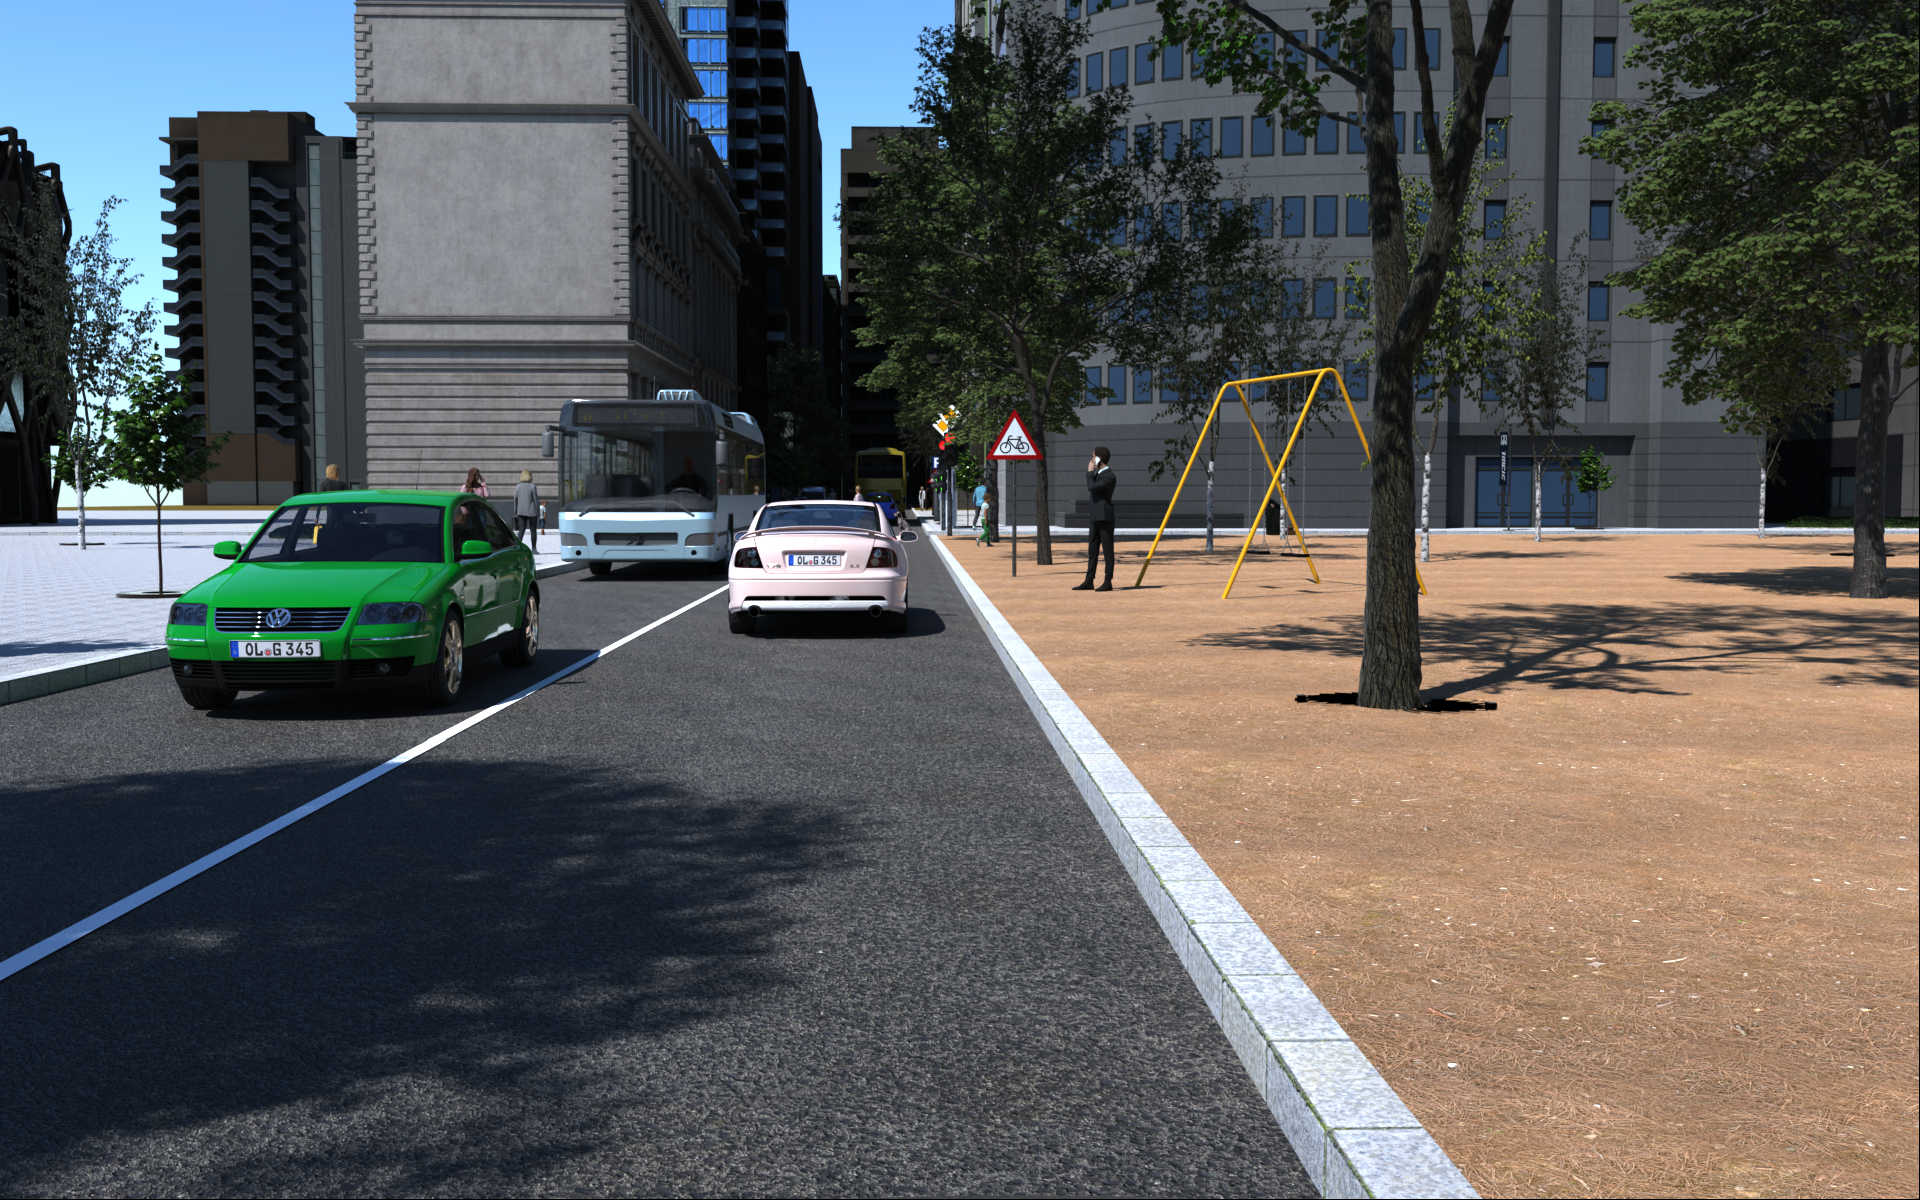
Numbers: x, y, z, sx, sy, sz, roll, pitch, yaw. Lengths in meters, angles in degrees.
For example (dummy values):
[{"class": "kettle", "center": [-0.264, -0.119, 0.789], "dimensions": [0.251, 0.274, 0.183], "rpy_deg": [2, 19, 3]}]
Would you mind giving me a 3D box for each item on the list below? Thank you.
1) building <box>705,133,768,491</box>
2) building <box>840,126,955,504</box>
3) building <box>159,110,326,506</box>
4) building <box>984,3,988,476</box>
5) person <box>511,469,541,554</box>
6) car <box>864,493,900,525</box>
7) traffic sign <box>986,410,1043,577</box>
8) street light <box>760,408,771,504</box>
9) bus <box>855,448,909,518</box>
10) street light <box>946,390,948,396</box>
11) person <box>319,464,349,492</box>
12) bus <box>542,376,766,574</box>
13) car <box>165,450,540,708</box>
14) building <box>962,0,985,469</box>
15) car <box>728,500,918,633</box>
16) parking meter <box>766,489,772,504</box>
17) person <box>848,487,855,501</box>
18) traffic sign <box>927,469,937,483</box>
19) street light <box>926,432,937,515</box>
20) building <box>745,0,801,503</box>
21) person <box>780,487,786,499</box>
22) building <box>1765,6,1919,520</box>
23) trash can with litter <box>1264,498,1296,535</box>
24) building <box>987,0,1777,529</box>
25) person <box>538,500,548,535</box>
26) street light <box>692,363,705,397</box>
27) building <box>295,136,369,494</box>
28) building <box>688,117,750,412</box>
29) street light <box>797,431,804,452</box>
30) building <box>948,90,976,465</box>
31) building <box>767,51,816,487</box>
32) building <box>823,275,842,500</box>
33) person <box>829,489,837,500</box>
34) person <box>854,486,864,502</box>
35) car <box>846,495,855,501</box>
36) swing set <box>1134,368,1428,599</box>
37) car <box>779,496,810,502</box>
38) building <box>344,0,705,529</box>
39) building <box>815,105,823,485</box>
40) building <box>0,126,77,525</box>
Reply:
[{"class": "building", "center": [-19.546, -17.428, 114.621], "dimensions": [12.332, 23.373, 15.834], "rpy_deg": [0, 4, -2]}, {"class": "building", "center": [-4.992, -37.189, 231.740], "dimensions": [21.600, 48.544, 21.300], "rpy_deg": [0, 4, -2]}, {"class": "building", "center": [-81.411, -33.573, 199.034], "dimensions": [14.200, 45.320, 14.600], "rpy_deg": [0, 4, -2]}, {"class": "building", "center": [8.256, -25.064, 93.396], "dimensions": [14.154, 41.232, 14.086], "rpy_deg": [0, 4, -2]}, {"class": "person", "center": [-9.215, -1.855, 36.559], "dimensions": [0.709, 1.800, 0.728], "rpy_deg": [1, 4, 15]}, {"class": "car", "center": [-3.786, -4.405, 81.618], "dimensions": [1.945, 1.707, 3.694], "rpy_deg": [0, 4, -1]}, {"class": "traffic sign", "center": [0.842, -1.638, 26.782], "dimensions": [0.884, 2.594, 0.081], "rpy_deg": [0, 3, 0]}, {"class": "street light", "center": [-10.251, -7.243, 91.211], "dimensions": [0.468, 5.910, 1.993], "rpy_deg": [0, 4, -2]}, {"class": "bus", "center": [-4.100, -6.079, 90.944], "dimensions": [2.896, 3.916, 12.252], "rpy_deg": [0, 4, -2]}, {"class": "street light", "center": [-0.578, -6.244, 74.872], "dimensions": [0.468, 5.910, 1.993], "rpy_deg": [0, 4, -2]}, {"class": "person", "center": [-10.528, -1.468, 30.264], "dimensions": [1.509, 1.804, 0.699], "rpy_deg": [0, 4, -2]}, {"class": "bus", "center": [-5.516, -2.380, 33.768], "dimensions": [2.948, 3.499, 13.247], "rpy_deg": [0, 4, -3]}, {"class": "car", "center": [-4.370, -0.259, 13.023], "dimensions": [1.959, 1.807, 4.718], "rpy_deg": [0, 4, -3]}, {"class": "building", "center": [13.964, -32.584, 121.987], "dimensions": [28.713, 52.752, 27.495], "rpy_deg": [0, 4, -2]}, {"class": "car", "center": [-1.505, -0.419, 19.214], "dimensions": [2.083, 1.381, 4.827], "rpy_deg": [0, 4, -2]}, {"class": "parking meter", "center": [-10.411, -5.244, 94.157], "dimensions": [0.372, 1.533, 0.369], "rpy_deg": [0, 3, 0]}, {"class": "person", "center": [-7.029, -6.359, 111.829], "dimensions": [0.474, 1.900, 0.648], "rpy_deg": [-1, 4, -15]}, {"class": "traffic sign", "center": [-1.145, -5.144, 84.109], "dimensions": [0.884, 2.594, 0.081], "rpy_deg": [0, 4, 2]}, {"class": "street light", "center": [-1.644, -8.104, 105.290], "dimensions": [0.468, 5.910, 1.993], "rpy_deg": [0, 4, -2]}, {"class": "building", "center": [-24.744, -51.144, 148.877], "dimensions": [22.319, 86.520, 31.000], "rpy_deg": [0, 4, -2]}, {"class": "person", "center": [-8.646, -4.645, 85.003], "dimensions": [0.362, 1.759, 0.519], "rpy_deg": [-1, 4, -18]}, {"class": "building", "center": [48.134, -38.743, 71.694], "dimensions": [20.611, 71.187, 20.563], "rpy_deg": [0, 4, -2]}, {"class": "trash can with litter", "center": [10.019, -2.612, 54.096], "dimensions": [1.055, 1.170, 0.624], "rpy_deg": [0, 4, -5]}, {"class": "building", "center": [15.678, -32.471, 72.894], "dimensions": [28.212, 58.520, 21.231], "rpy_deg": [0, 4, -2]}, {"class": "person", "center": [-13.636, -2.651, 56.525], "dimensions": [0.352, 1.250, 0.332], "rpy_deg": [-2, 4, -23]}, {"class": "street light", "center": [-9.305, -5.414, 61.312], "dimensions": [0.468, 5.910, 1.993], "rpy_deg": [0, 4, -2]}, {"class": "building", "center": [-67.317, -31.637, 200.860], "dimensions": [14.086, 41.232, 14.154], "rpy_deg": [0, 4, -2]}, {"class": "building", "center": [-19.155, -15.451, 94.416], "dimensions": [13.314, 21.916, 24.055], "rpy_deg": [0, 4, -2]}, {"class": "street light", "center": [-11.150, -9.102, 121.603], "dimensions": [0.468, 5.910, 1.993], "rpy_deg": [0, 4, -2]}, {"class": "building", "center": [10.064, -33.896, 173.809], "dimensions": [23.786, 49.044, 30.456], "rpy_deg": [0, 4, -2]}, {"class": "building", "center": [-22.429, -31.968, 172.782], "dimensions": [14.600, 45.320, 14.200], "rpy_deg": [0, 4, -2]}, {"class": "building", "center": [-22.720, -27.923, 228.245], "dimensions": [14.107, 30.474, 14.160], "rpy_deg": [0, 4, -2]}, {"class": "person", "center": [-7.635, -5.827, 104.252], "dimensions": [0.515, 1.767, 0.782], "rpy_deg": [2, 4, 34]}, {"class": "person", "center": [-3.568, -3.329, 63.597], "dimensions": [0.598, 1.740, 0.731], "rpy_deg": [1, 4, 10]}, {"class": "car", "center": [-10.154, -9.777, 170.075], "dimensions": [2.015, 1.641, 3.980], "rpy_deg": [0, 4, -4]}, {"class": "swing set", "center": [4.211, -1.538, 22.764], "dimensions": [2.862, 2.851, 3.119], "rpy_deg": [-1, 4, -16]}, {"class": "car", "center": [-7.326, -3.915, 76.591], "dimensions": [1.945, 1.354, 3.894], "rpy_deg": [0, 4, -1]}, {"class": "building", "center": [-17.165, -14.861, 71.849], "dimensions": [11.050, 23.489, 19.941], "rpy_deg": [0, 4, -2]}, {"class": "building", "center": [-22.471, -32.835, 186.962], "dimensions": [14.600, 45.320, 14.200], "rpy_deg": [0, 4, -2]}, {"class": "building", "center": [-45.966, -12.348, 69.346], "dimensions": [16.811, 18.784, 16.820], "rpy_deg": [0, 4, -2]}]
